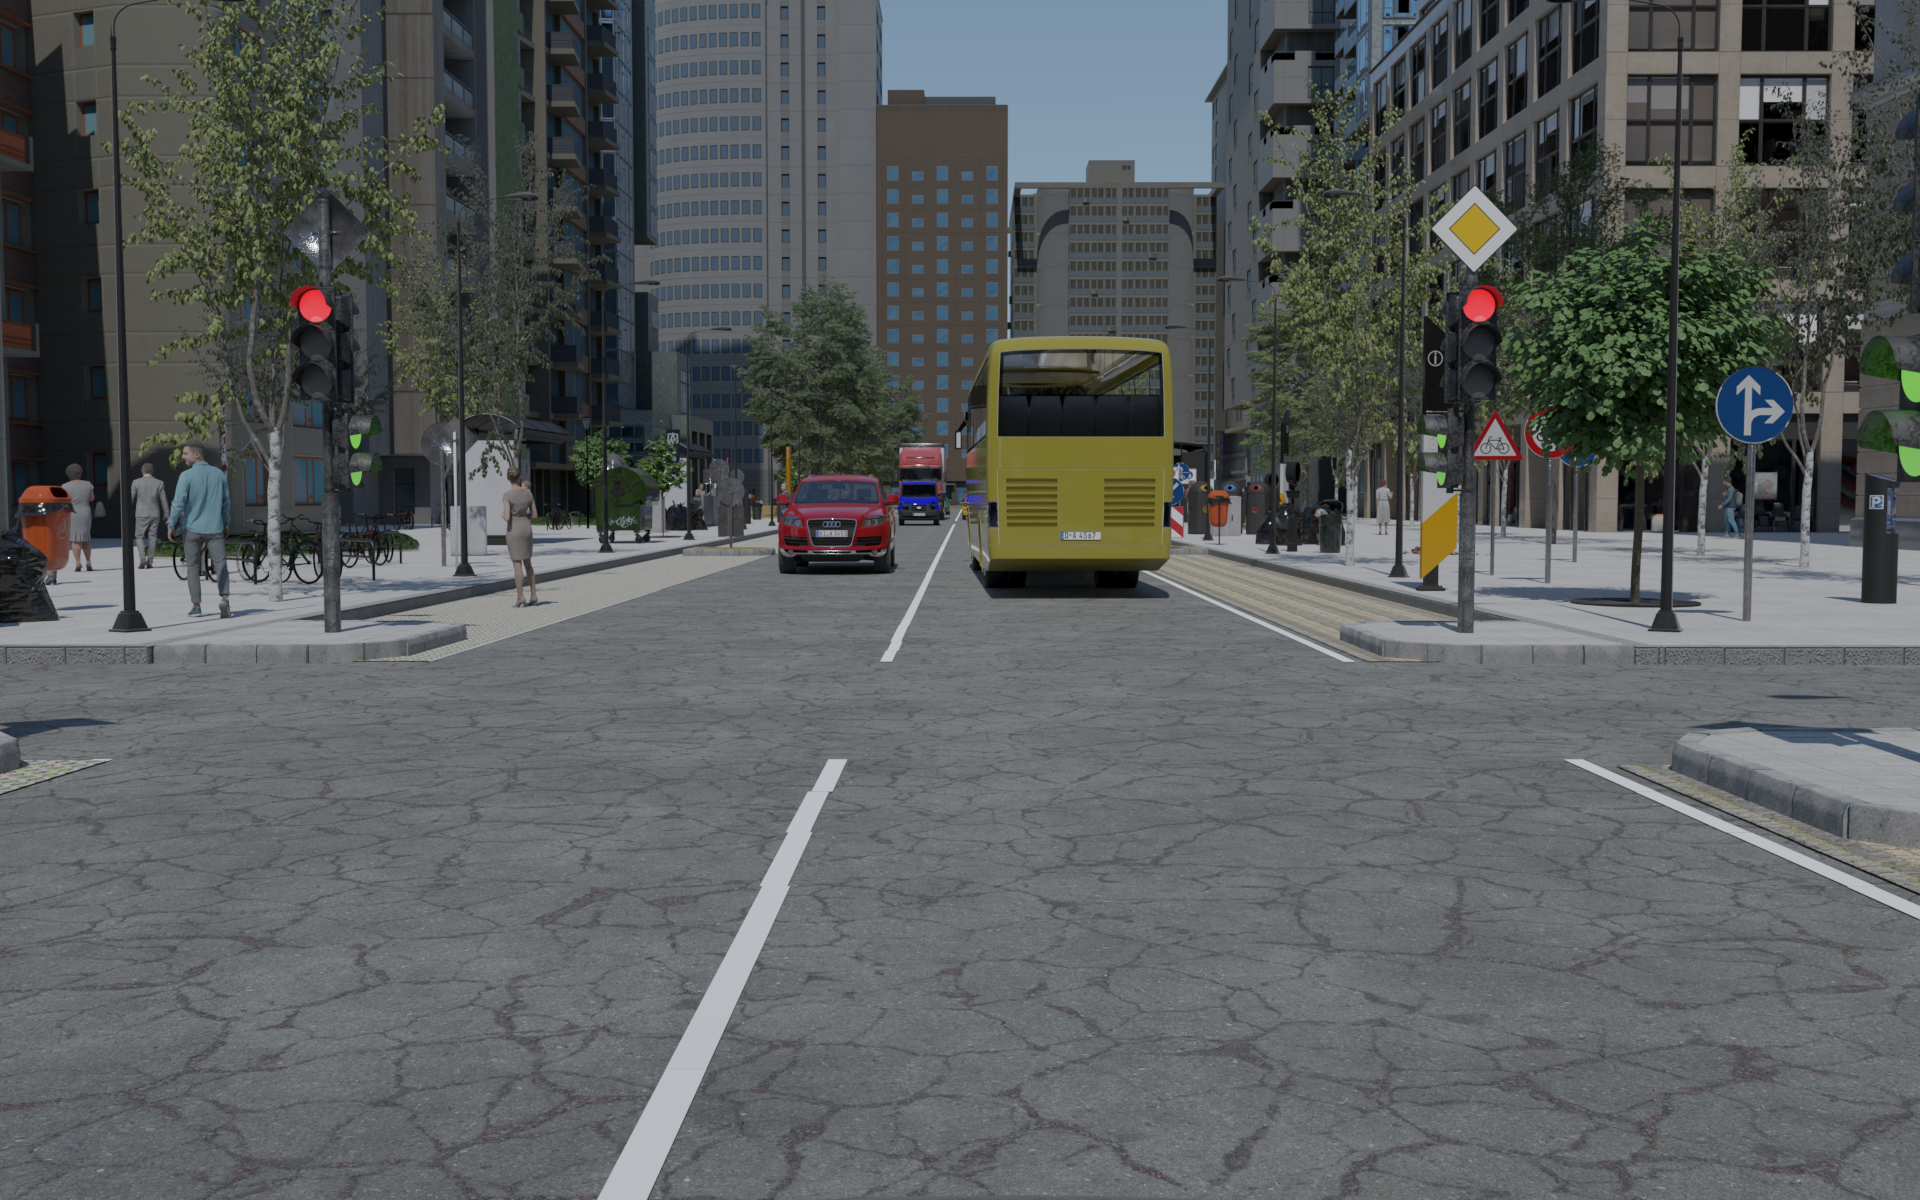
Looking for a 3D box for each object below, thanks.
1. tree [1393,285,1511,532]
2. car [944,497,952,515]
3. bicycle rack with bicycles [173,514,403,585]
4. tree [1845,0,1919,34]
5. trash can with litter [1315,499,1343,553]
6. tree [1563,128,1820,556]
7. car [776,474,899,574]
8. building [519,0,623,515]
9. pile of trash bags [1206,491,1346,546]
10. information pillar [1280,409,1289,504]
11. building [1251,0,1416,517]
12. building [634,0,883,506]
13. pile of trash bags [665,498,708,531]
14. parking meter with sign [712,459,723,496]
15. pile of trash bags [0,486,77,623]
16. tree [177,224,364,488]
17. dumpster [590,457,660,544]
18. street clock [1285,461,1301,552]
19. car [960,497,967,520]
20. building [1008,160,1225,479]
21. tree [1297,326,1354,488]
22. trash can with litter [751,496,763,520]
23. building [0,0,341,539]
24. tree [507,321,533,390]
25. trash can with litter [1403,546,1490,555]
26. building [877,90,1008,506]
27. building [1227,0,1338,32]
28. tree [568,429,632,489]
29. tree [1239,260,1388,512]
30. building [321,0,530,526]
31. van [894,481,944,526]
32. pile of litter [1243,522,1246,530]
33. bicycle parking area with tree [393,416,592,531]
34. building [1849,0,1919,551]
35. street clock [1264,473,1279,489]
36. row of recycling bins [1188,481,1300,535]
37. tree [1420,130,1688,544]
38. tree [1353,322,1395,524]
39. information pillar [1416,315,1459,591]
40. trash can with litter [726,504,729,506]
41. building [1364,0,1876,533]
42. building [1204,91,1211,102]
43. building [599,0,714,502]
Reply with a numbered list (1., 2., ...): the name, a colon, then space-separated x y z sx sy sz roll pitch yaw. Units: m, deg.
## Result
1. tree: 16.985 -6.637 58.878 4.360 8.622 3.978 0 3 0
2. car: -1.629 -6.655 120.614 2.131 1.459 4.920 0 4 1
3. bicycle rack with bicycles: -9.938 -0.742 25.515 2.852 0.926 2.925 -3 5 -43
4. tree: 13.534 -4.463 23.327 4.360 8.622 3.978 0 3 0
5. trash can with litter: 8.052 -1.626 37.970 0.624 1.170 1.055 0 4 7
6. tree: 15.521 -5.235 35.957 4.737 8.622 4.395 0 3 0
7. car: -2.281 -1.483 32.917 2.281 1.827 5.304 0 4 -1
8. building: -33.352 -27.613 106.101 22.147 44.769 28.867 0 4 0
9. pile of trash bags: 7.947 -2.080 43.768 3.447 1.369 1.912 0 4 3
10. information pillar: 8.929 -3.443 47.648 0.183 3.616 0.504 2 4 28
11. building: 32.286 -48.666 108.365 22.319 86.520 31.000 0 4 0
12. building: -23.058 -40.205 199.348 28.212 58.520 21.231 0 4 0
13. pile of trash bags: -10.628 -3.191 61.927 3.447 1.369 1.912 3 4 37
14. parking meter with sign: -11.968 -5.439 85.180 0.543 3.016 1.738 0 4 -4
15. pile of trash bags: -10.030 -0.471 17.458 1.912 1.369 3.447 0 4 3
16. tree: -18.047 -5.808 45.329 4.360 8.622 3.978 0 3 0
17. dumpster: -8.792 -2.628 45.455 1.502 2.255 1.985 0 4 0
18. street clock: 7.386 -2.072 38.447 0.358 2.002 0.471 2 4 27
19. car: 0.959 -5.328 97.341 2.015 1.641 3.980 0 4 1
20. building: 17.675 -31.333 204.182 23.993 40.220 32.217 0 4 0
21. tree: 16.477 -7.499 72.979 4.360 8.622 3.978 0 3 0
22. trash can with litter: -10.336 -4.573 86.149 1.055 1.170 0.624 -1 4 -11
23. building: -34.878 -12.149 43.676 27.650 21.520 28.899 0 4 0
24. tree: -15.051 -6.156 51.009 4.737 8.622 4.395 0 3 0
25. trash can with litter: 10.217 -1.597 37.165 1.678 1.210 2.233 -1 4 -13
26. building: -1.875 -33.348 195.343 14.200 45.320 14.600 0 4 0
27. building: 36.589 -33.598 138.566 28.713 52.752 27.495 0 4 0
28. tree: -18.037 -6.315 86.959 4.285 4.588 4.351 0 3 0
29. tree: 17.243 -10.172 84.446 7.486 12.596 7.792 0 3 0
30. building: -27.413 -23.885 74.111 14.154 41.232 14.086 0 4 0
31. van: -1.901 -4.637 80.197 2.240 2.365 5.245 0 4 -1
32. pile of litter: 10.701 -2.964 62.423 1.719 0.858 1.176 -1 4 -17
33. bicycle parking area with tree: -16.356 -4.720 64.170 8.231 4.147 9.016 1 4 11
34. building: 31.404 -15.229 34.892 20.117 28.700 13.634 0 4 0
35. street clock: 10.732 -3.371 59.690 0.471 2.002 0.358 -2 4 -30
36. row of recycling bins: 8.991 -2.926 54.948 3.534 1.692 1.069 1 4 14
37. tree: 15.483 -6.707 44.068 7.601 10.594 8.767 0 4 -3
38. tree: 17.754 -7.170 67.586 4.360 8.622 3.978 0 3 0
39. information pillar: 6.313 -1.925 22.833 0.504 3.616 0.183 0 4 -5
40. trash can with litter: -10.002 -4.070 77.609 1.678 1.210 2.233 3 4 36
41. building: 30.903 -16.476 73.892 19.350 26.468 34.151 0 4 0
42. building: 43.921 -37.438 201.355 27.495 52.752 28.713 0 4 0
43. building: -37.519 -50.655 140.873 31.000 86.520 22.319 0 4 0
